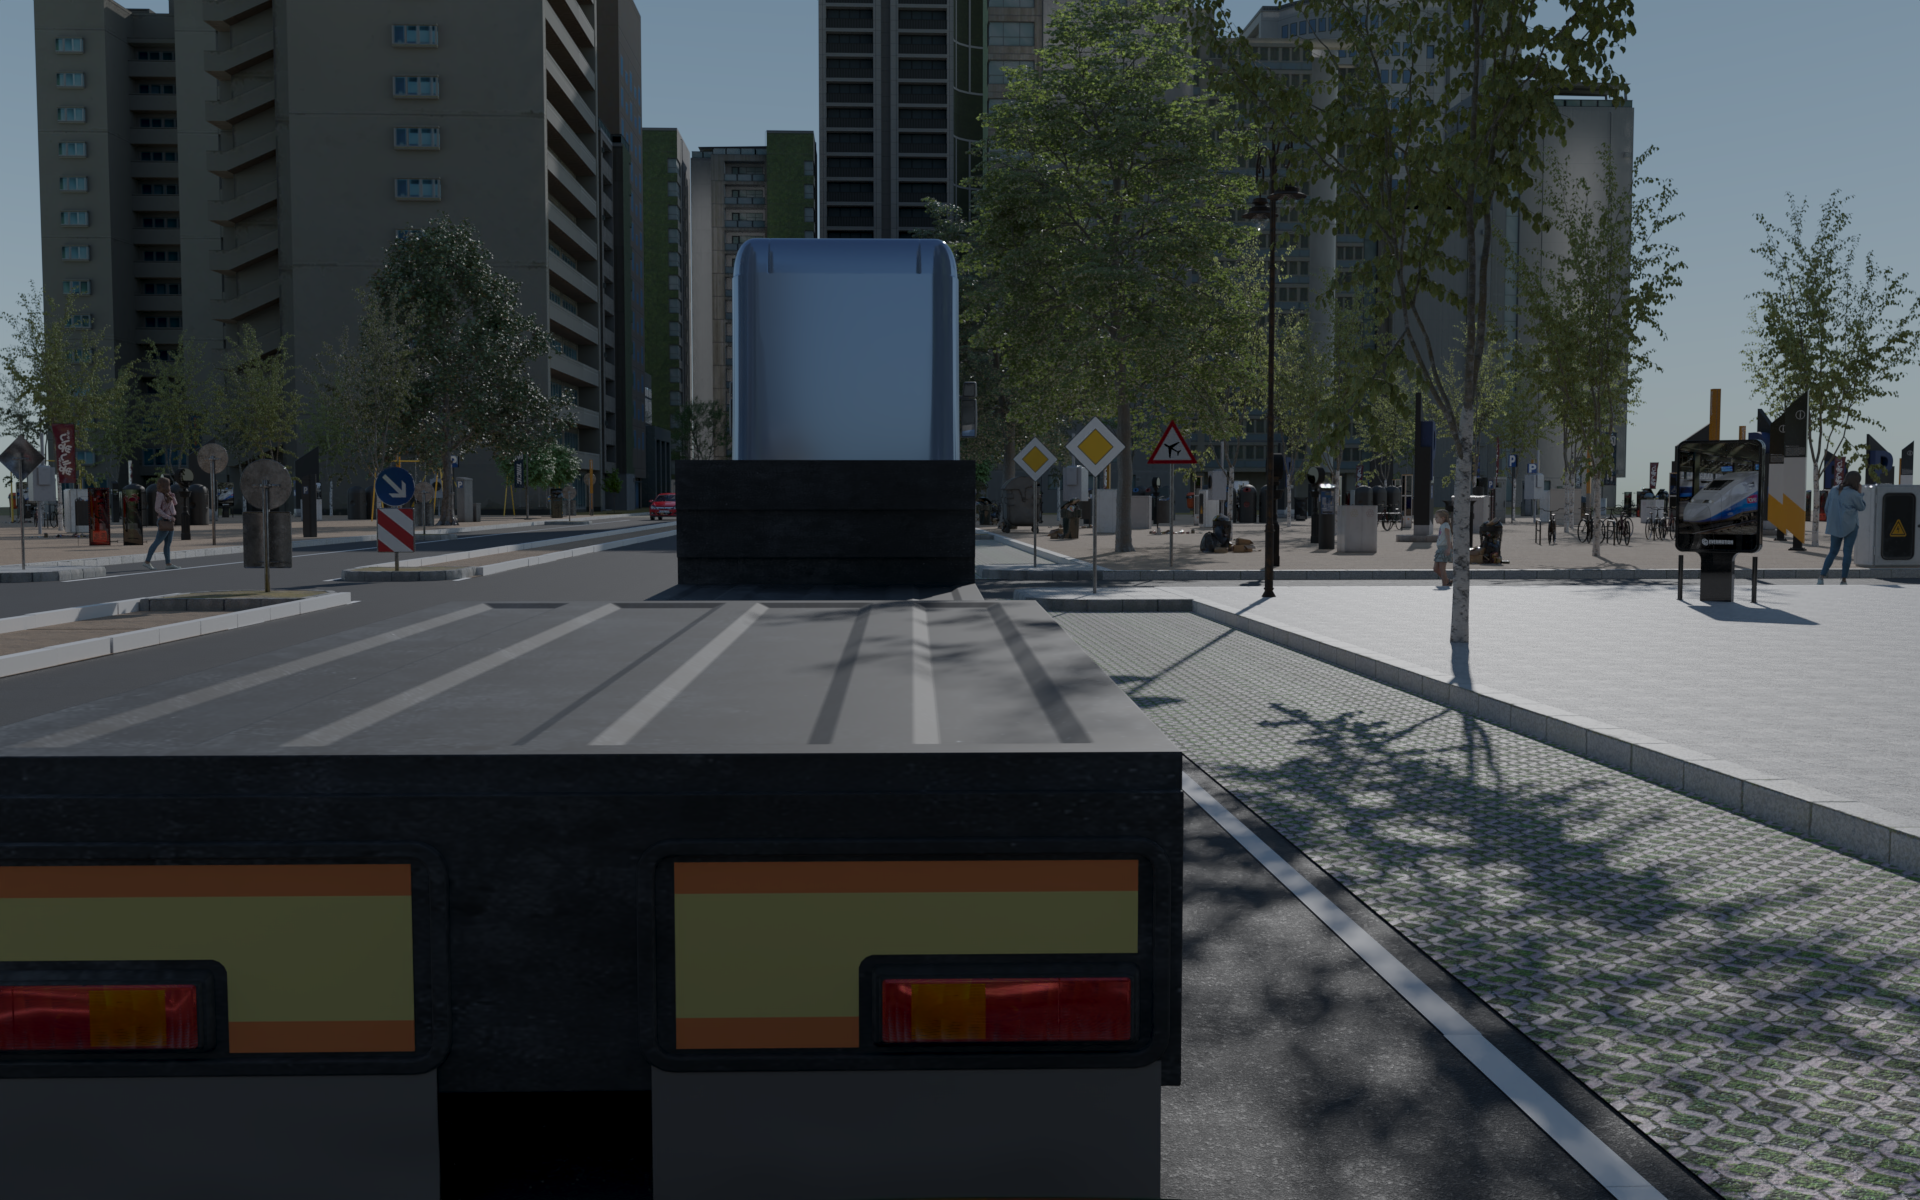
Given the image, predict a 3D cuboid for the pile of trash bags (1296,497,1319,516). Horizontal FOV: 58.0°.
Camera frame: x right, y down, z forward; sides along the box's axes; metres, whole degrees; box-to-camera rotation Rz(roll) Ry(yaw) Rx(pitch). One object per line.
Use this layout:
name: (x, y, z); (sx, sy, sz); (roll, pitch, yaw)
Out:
pile of trash bags: (19.742, -5.634, 101.868); (3.447, 1.369, 1.912); (-2, 4, -33)

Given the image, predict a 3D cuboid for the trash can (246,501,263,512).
trash can: (-32.045, -4.092, 78.552); (0.748, 1.137, 0.748); (0, 3, 0)

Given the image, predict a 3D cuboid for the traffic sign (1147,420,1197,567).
traffic sign: (3.732, -1.868, 30.540); (0.884, 2.594, 0.081); (0, 4, 0)

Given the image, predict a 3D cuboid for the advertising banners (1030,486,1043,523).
advertising banners: (3.333, -4.908, 76.434); (0.090, 3.025, 2.074); (-1, 4, -14)

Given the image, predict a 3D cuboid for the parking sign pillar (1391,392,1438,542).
parking sign pillar: (12.482, -3.551, 46.531); (1.447, 3.967, 1.447); (1, 4, 20)

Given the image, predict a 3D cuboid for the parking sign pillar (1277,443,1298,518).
parking sign pillar: (17.261, -6.310, 91.647); (1.447, 3.967, 1.447); (2, 4, 34)

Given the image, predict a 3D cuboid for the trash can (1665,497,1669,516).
trash can: (41.397, -5.454, 100.820); (0.748, 1.137, 0.748); (0, 3, 0)

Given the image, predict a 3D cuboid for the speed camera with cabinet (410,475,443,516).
speed camera with cabinet: (-30.954, -6.462, 99.993); (2.038, 3.252, 0.660); (-1, 4, -20)

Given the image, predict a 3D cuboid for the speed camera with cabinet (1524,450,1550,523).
speed camera with cabinet: (26.404, -5.134, 78.271); (2.038, 3.252, 0.660); (-2, 4, -32)

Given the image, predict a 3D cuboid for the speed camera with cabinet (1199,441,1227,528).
speed camera with cabinet: (9.593, -4.373, 65.833); (0.660, 3.252, 2.038); (0, 4, -6)

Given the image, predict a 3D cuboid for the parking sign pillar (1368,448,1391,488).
parking sign pillar: (23.244, -6.561, 95.740); (1.447, 3.967, 1.447); (0, 4, -5)

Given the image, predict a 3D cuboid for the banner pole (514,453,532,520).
banner pole: (-21.735, -5.874, 86.051); (0.863, 3.779, 0.401); (-1, 4, -15)

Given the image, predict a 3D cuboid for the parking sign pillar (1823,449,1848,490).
parking sign pillar: (51.781, -6.968, 102.396); (1.447, 3.967, 1.447); (1, 4, 22)

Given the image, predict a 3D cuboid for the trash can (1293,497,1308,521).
trash can: (16.322, -4.361, 82.960); (0.748, 1.137, 0.748); (0, 3, 0)

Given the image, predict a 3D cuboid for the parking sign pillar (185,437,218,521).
parking sign pillar: (-35.942, -5.719, 81.971); (1.447, 3.967, 1.447); (3, 5, 40)

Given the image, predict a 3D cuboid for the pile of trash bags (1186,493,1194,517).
pile of trash bags: (14.564, -5.489, 99.497); (3.447, 1.369, 1.912); (-1, 4, -19)

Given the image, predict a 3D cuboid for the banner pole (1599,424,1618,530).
banner pole: (22.978, -4.380, 61.637); (0.863, 3.779, 0.401); (0, 4, -7)

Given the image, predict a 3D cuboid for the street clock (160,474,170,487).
street clock: (-28.410, -3.511, 61.971); (0.358, 2.002, 0.471); (-3, 5, -41)

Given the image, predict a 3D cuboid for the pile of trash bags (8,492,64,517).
pile of trash bags: (-51.290, -5.257, 95.700); (3.447, 1.369, 1.912); (1, 4, 22)

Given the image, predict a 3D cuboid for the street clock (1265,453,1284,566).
street clock: (5.576, -1.601, 30.748); (0.358, 2.002, 0.471); (0, 4, -2)

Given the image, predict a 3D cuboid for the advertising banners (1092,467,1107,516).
advertising banners: (8.151, -6.469, 101.952); (0.090, 3.025, 2.074); (3, 5, 41)

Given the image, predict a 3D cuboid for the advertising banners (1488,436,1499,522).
advertising banners: (16.510, -3.510, 53.573); (0.090, 3.025, 2.074); (1, 4, 11)

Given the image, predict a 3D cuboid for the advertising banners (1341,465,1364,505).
advertising banners: (23.704, -6.694, 105.636); (0.090, 3.025, 2.074); (-3, 5, -44)

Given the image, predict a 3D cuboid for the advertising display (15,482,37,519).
advertising display: (-48.755, -5.212, 90.437); (0.123, 1.923, 0.974); (3, 5, 41)

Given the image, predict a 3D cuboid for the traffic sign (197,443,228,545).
traffic sign: (-18.711, -2.647, 43.378); (0.768, 2.556, 0.104); (0, 4, -1)

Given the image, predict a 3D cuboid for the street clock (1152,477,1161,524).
street clock: (8.346, -4.226, 73.671); (0.358, 2.002, 0.471); (2, 4, 27)

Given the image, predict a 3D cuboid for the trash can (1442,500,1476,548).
trash can: (11.128, -1.649, 38.616); (0.748, 1.137, 0.748); (0, 3, 0)

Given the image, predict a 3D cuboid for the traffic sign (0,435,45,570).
traffic sign: (-15.910, -1.574, 29.372); (0.795, 2.450, 0.064); (0, 4, -3)

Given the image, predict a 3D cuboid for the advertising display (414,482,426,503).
advertising display: (-28.647, -5.303, 91.923); (0.974, 1.923, 0.123); (3, 5, 41)

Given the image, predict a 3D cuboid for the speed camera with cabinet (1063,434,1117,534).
speed camera with cabinet: (4.397, -3.800, 56.464); (2.038, 3.252, 0.660); (2, 4, 29)

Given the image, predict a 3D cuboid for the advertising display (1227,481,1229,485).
advertising display: (13.826, -5.073, 88.164); (0.123, 1.923, 0.974); (-2, 4, -27)

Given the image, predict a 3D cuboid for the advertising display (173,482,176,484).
advertising display: (-40.286, -5.177, 89.861); (0.123, 1.923, 0.974); (3, 4, 39)

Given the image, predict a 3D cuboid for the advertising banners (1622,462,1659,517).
advertising banners: (37.538, -6.077, 95.542); (0.090, 3.025, 2.074); (-3, 5, -40)

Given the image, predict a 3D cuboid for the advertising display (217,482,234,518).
advertising display: (-40.190, -5.474, 94.719); (0.123, 1.923, 0.974); (3, 4, 38)

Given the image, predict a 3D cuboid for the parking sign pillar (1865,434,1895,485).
parking sign pillar: (41.213, -5.451, 77.602); (1.447, 3.967, 1.447); (-1, 4, -20)

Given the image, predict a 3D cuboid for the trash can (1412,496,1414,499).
trash can: (27.529, -5.695, 104.763); (0.748, 1.137, 0.748); (0, 3, 0)

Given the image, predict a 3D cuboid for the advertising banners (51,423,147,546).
advertising banners: (-21.392, -2.867, 43.058); (2.074, 3.025, 0.090); (-1, 4, -19)

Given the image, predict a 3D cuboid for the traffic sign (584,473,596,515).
traffic sign: (-22.381, -6.396, 104.686); (0.768, 2.556, 0.104); (0, 4, 5)

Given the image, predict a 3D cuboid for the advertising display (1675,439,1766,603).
advertising display: (9.045, -0.944, 20.644); (0.974, 1.923, 0.123); (3, 5, 41)

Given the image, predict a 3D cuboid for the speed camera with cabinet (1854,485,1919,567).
speed camera with cabinet: (16.961, -2.220, 30.634); (2.038, 3.252, 0.660); (0, 4, -8)

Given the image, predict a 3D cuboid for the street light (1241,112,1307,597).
street light: (3.851, -2.975, 21.423); (0.468, 5.910, 1.993); (0, 4, -3)

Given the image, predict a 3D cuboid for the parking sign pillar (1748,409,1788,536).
parking sign pillar: (25.060, -4.008, 54.006); (1.447, 3.967, 1.447); (0, 4, -1)

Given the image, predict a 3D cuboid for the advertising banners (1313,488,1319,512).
advertising banners: (21.868, -6.659, 105.062); (0.090, 3.025, 2.074); (2, 4, 25)

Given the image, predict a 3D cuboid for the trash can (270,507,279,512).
trash can: (-31.697, -4.171, 79.844); (0.748, 1.137, 0.748); (0, 3, 0)

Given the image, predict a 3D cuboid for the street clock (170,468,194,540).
street clock: (-21.569, -2.669, 48.201); (0.358, 2.002, 0.471); (3, 4, 36)

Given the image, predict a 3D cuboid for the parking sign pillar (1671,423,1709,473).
parking sign pillar: (27.676, -4.719, 65.630); (1.447, 3.967, 1.447); (0, 4, -1)

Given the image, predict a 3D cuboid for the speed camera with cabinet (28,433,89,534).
speed camera with cabinet: (-29.298, -3.812, 56.667); (2.038, 3.252, 0.660); (-3, 5, -43)

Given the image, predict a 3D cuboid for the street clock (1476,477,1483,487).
street clock: (22.554, -4.335, 75.446); (0.358, 2.002, 0.471); (-1, 4, -18)

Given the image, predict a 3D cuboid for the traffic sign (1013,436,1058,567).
traffic sign: (1.311, -1.628, 30.264); (0.795, 2.450, 0.064); (0, 4, -3)

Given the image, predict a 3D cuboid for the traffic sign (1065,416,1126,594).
traffic sign: (1.735, -1.141, 22.291); (0.795, 2.450, 0.064); (0, 4, -3)

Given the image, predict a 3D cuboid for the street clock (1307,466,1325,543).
street clock: (9.267, -2.479, 45.099); (0.358, 2.002, 0.471); (-2, 4, -27)

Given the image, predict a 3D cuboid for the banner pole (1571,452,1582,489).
banner pole: (36.552, -6.901, 102.849); (0.863, 3.779, 0.401); (0, 4, -6)

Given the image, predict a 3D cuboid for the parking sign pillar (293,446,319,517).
parking sign pillar: (-36.442, -6.611, 96.557); (1.447, 3.967, 1.447); (-3, 4, -37)

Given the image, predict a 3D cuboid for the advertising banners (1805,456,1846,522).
advertising banners: (40.302, -5.183, 80.932); (0.090, 3.025, 2.074); (-3, 5, -39)

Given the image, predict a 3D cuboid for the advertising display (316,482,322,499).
advertising display: (-34.728, -5.383, 93.226); (0.123, 1.923, 0.974); (1, 4, 17)
